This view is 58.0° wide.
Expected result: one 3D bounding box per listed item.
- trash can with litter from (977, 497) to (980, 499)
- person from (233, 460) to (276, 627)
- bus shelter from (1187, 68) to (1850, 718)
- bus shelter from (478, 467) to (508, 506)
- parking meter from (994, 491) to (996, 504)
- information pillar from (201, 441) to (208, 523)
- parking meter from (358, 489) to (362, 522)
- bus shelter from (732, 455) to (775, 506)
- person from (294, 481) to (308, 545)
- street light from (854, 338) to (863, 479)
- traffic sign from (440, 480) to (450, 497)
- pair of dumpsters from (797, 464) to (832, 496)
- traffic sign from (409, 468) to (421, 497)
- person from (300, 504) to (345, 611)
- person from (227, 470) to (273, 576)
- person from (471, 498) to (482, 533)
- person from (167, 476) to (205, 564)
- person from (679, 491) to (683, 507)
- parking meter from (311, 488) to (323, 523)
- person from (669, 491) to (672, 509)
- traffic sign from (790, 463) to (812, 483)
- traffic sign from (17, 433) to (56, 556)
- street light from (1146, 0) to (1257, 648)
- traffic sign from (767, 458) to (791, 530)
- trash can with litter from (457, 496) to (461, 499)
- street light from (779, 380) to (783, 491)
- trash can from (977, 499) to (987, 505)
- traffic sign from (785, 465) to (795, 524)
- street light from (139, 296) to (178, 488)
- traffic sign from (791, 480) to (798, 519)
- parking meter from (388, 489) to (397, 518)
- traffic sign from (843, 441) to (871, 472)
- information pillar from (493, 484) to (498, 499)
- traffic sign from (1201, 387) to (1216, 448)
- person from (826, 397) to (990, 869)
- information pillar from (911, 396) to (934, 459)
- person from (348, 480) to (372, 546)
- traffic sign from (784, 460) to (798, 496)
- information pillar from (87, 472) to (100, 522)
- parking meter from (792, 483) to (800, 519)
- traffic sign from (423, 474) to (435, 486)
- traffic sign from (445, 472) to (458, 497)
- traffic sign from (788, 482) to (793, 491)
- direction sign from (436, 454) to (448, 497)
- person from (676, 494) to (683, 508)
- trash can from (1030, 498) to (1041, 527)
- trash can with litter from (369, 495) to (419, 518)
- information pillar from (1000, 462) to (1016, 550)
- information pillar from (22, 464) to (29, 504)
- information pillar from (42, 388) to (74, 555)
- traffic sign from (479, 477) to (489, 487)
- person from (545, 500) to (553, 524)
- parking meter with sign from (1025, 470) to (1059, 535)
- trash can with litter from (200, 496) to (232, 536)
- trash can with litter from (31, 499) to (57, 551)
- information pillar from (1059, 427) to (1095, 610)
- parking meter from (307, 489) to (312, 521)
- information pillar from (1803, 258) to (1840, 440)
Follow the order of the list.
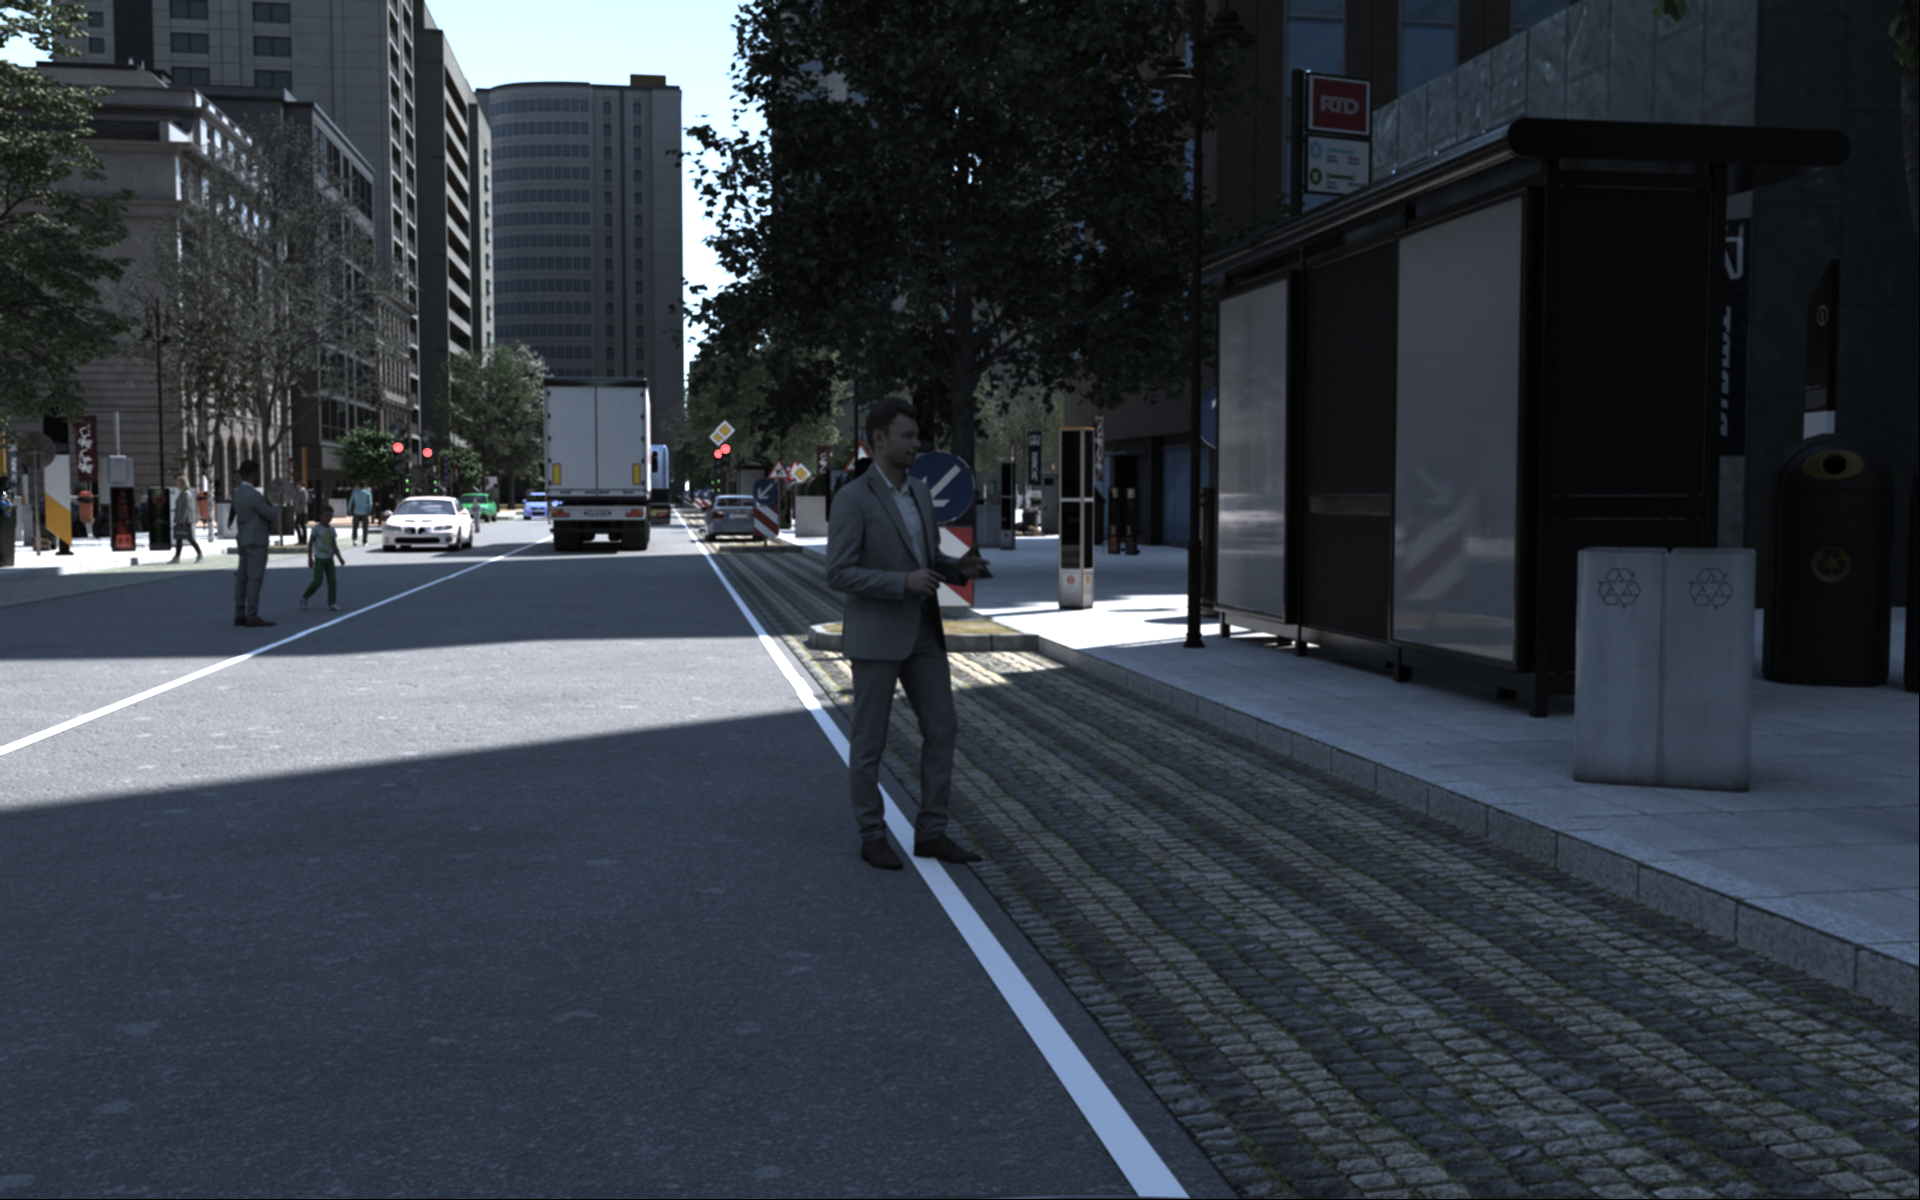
[{"bbox_3d":[0.648,-6.256,113.337,2.233,1.210,1.678,0,4,6],"label":"trash can with litter"},{"bbox_3d":[-7.657,-0.623,18.871,0.511,1.800,0.466,2,4,29],"label":"person"},{"bbox_3d":[3.360,-2.231,14.107,2.179,5.291,8.768,-1,4,-10],"label":"bus shelter"},{"bbox_3d":[-36.004,-8.517,133.175,2.014,3.302,5.546,-1,4,-10],"label":"bus shelter"},{"bbox_3d":[2.330,-6.075,107.744,0.372,1.533,0.369,0,3,0],"label":"parking meter"},{"bbox_3d":[-33.223,-5.188,76.182,0.183,3.616,0.504,0,4,-8],"label":"information pillar"},{"bbox_3d":[-30.147,-4.810,87.055,0.372,1.533,0.369,0,3,0],"label":"parking meter"},{"bbox_3d":[-10.769,-5.964,91.438,2.014,3.302,5.546,-1,4,-10],"label":"bus shelter"},{"bbox_3d":[-18.399,-2.423,48.295,0.473,1.802,0.592,0,4,-5],"label":"person"},{"bbox_3d":[-2.380,-4.094,39.719,0.468,5.910,1.993,-1,4,-10],"label":"street light"},{"bbox_3d":[-30.484,-6.149,102.671,0.606,2.300,0.079,-1,4,-8],"label":"traffic sign"},{"bbox_3d":[-4.606,-3.454,58.971,1.574,2.255,4.437,-1,4,-10],"label":"pair of dumpsters"},{"bbox_3d":[-27.005,-5.230,85.615,0.768,2.556,0.104,0,4,-4],"label":"traffic sign"},{"bbox_3d":[-7.843,-0.521,21.271,0.590,1.304,0.306,1,4,19],"label":"person"},{"bbox_3d":[-12.325,-1.317,29.812,0.659,1.850,0.755,1,4,19],"label":"person"},{"bbox_3d":[-17.970,-3.155,64.360,0.425,1.301,0.394,0,4,-2],"label":"person"},{"bbox_3d":[-15.869,-1.640,35.496,0.728,1.800,0.709,-2,4,-32],"label":"person"},{"bbox_3d":[-28.713,-10.339,178.093,0.434,1.755,0.990,0,4,5],"label":"person"},{"bbox_3d":[-28.881,-4.256,78.003,0.372,1.533,0.369,0,3,0],"label":"parking meter"},{"bbox_3d":[-28.579,-9.861,170.518,0.721,1.735,1.217,-1,4,-22],"label":"person"},{"bbox_3d":[-5.866,-3.832,63.842,0.795,2.450,0.064,0,4,-6],"label":"traffic sign"},{"bbox_3d":[-19.139,-2.189,35.901,0.768,2.556,0.104,0,4,-5],"label":"traffic sign"},{"bbox_3d":[1.960,-2.541,14.331,0.468,5.910,1.993,-1,4,-10],"label":"street light"},{"bbox_3d":[-6.498,-3.801,62.147,0.884,2.594,0.081,-1,4,-8],"label":"traffic sign"},{"bbox_3d":[-32.502,-6.216,113.024,0.624,1.170,1.055,-1,4,-21],"label":"trash can with litter"},{"bbox_3d":[-6.718,-5.643,65.053,0.468,5.910,1.993,-1,4,-10],"label":"street light"},{"bbox_3d":[0.373,-2.173,47.179,0.748,1.137,0.748,0,3,0],"label":"trash can"},{"bbox_3d":[-7.332,-4.574,74.892,0.768,2.556,0.104,0,4,-3],"label":"traffic sign"},{"bbox_3d":[-18.709,-4.144,40.549,0.468,5.910,1.993,-1,4,-10],"label":"street light"},{"bbox_3d":[-8.684,-5.354,89.661,0.606,2.300,0.079,0,3,0],"label":"traffic sign"},{"bbox_3d":[-25.664,-4.274,78.287,0.372,1.533,0.369,0,3,0],"label":"parking meter"},{"bbox_3d":[-2.419,-2.585,42.270,0.884,2.594,0.081,0,4,-4],"label":"traffic sign"},{"bbox_3d":[-33.199,-7.311,124.020,0.304,2.012,0.304,0,4,3],"label":"information pillar"},{"bbox_3d":[3.111,-1.232,20.255,0.768,2.556,0.104,0,4,0],"label":"traffic sign"},{"bbox_3d":[-0.188,0.126,6.632,0.583,1.804,0.606,2,4,35],"label":"person"},{"bbox_3d":[-0.738,-2.655,34.756,0.504,3.616,0.183,-1,4,-21],"label":"information pillar"},{"bbox_3d":[-16.584,-2.406,47.855,0.660,1.820,0.620,-1,4,-12],"label":"person"},{"bbox_3d":[-6.353,-4.092,66.909,0.884,2.594,0.081,0,4,-1],"label":"traffic sign"},{"bbox_3d":[-29.262,-3.303,58.498,0.304,2.012,0.304,3,5,45],"label":"information pillar"},{"bbox_3d":[-8.312,-5.021,87.803,0.255,1.863,0.399,2,4,26],"label":"parking meter"},{"bbox_3d":[-26.943,-5.246,87.897,0.606,2.300,0.079,0,4,0],"label":"traffic sign"},{"bbox_3d":[-29.948,-6.229,101.951,0.768,2.556,0.104,0,4,-4],"label":"traffic sign"},{"bbox_3d":[-8.670,-5.336,87.345,0.768,2.556,0.104,0,4,-7],"label":"traffic sign"},{"bbox_3d":[-29.569,-6.537,98.885,0.379,3.537,0.876,2,4,29],"label":"direction sign"},{"bbox_3d":[-28.534,-10.058,176.139,0.628,1.438,0.799,2,4,30],"label":"person"},{"bbox_3d":[3.093,-3.469,68.369,0.748,1.137,0.748,0,3,0],"label":"trash can"},{"bbox_3d":[-30.697,-5.027,93.244,2.233,1.210,1.678,1,4,8],"label":"trash can with litter"},{"bbox_3d":[1.100,-2.170,39.976,0.304,2.012,0.304,1,4,15],"label":"information pillar"},{"bbox_3d":[-39.256,-4.977,72.723,0.183,3.616,0.504,-3,5,-44],"label":"information pillar"},{"bbox_3d":[-18.871,-2.744,36.214,0.504,3.616,0.183,-3,4,-36],"label":"information pillar"},{"bbox_3d":[-34.729,-7.721,126.338,0.768,2.556,0.104,-1,4,-9],"label":"traffic sign"},{"bbox_3d":[-19.502,-4.510,82.573,0.599,1.781,0.374,3,5,39],"label":"person"},{"bbox_3d":[2.925,-3.580,54.789,1.738,3.016,0.543,1,4,16],"label":"parking meter with sign"},{"bbox_3d":[-22.186,-2.587,53.353,2.233,1.210,1.678,-1,4,-22],"label":"trash can with litter"},{"bbox_3d":[-20.767,-1.712,39.375,0.624,1.170,1.055,-1,4,-23],"label":"trash can with litter"},{"bbox_3d":[1.295,-0.903,19.259,0.304,2.012,0.304,2,4,29],"label":"information pillar"},{"bbox_3d":[-30.639,-4.488,81.795,0.372,1.533,0.369,0,3,0],"label":"parking meter"},{"bbox_3d":[8.669,-1.597,17.474,0.183,3.616,0.504,0,4,0],"label":"information pillar"}]
